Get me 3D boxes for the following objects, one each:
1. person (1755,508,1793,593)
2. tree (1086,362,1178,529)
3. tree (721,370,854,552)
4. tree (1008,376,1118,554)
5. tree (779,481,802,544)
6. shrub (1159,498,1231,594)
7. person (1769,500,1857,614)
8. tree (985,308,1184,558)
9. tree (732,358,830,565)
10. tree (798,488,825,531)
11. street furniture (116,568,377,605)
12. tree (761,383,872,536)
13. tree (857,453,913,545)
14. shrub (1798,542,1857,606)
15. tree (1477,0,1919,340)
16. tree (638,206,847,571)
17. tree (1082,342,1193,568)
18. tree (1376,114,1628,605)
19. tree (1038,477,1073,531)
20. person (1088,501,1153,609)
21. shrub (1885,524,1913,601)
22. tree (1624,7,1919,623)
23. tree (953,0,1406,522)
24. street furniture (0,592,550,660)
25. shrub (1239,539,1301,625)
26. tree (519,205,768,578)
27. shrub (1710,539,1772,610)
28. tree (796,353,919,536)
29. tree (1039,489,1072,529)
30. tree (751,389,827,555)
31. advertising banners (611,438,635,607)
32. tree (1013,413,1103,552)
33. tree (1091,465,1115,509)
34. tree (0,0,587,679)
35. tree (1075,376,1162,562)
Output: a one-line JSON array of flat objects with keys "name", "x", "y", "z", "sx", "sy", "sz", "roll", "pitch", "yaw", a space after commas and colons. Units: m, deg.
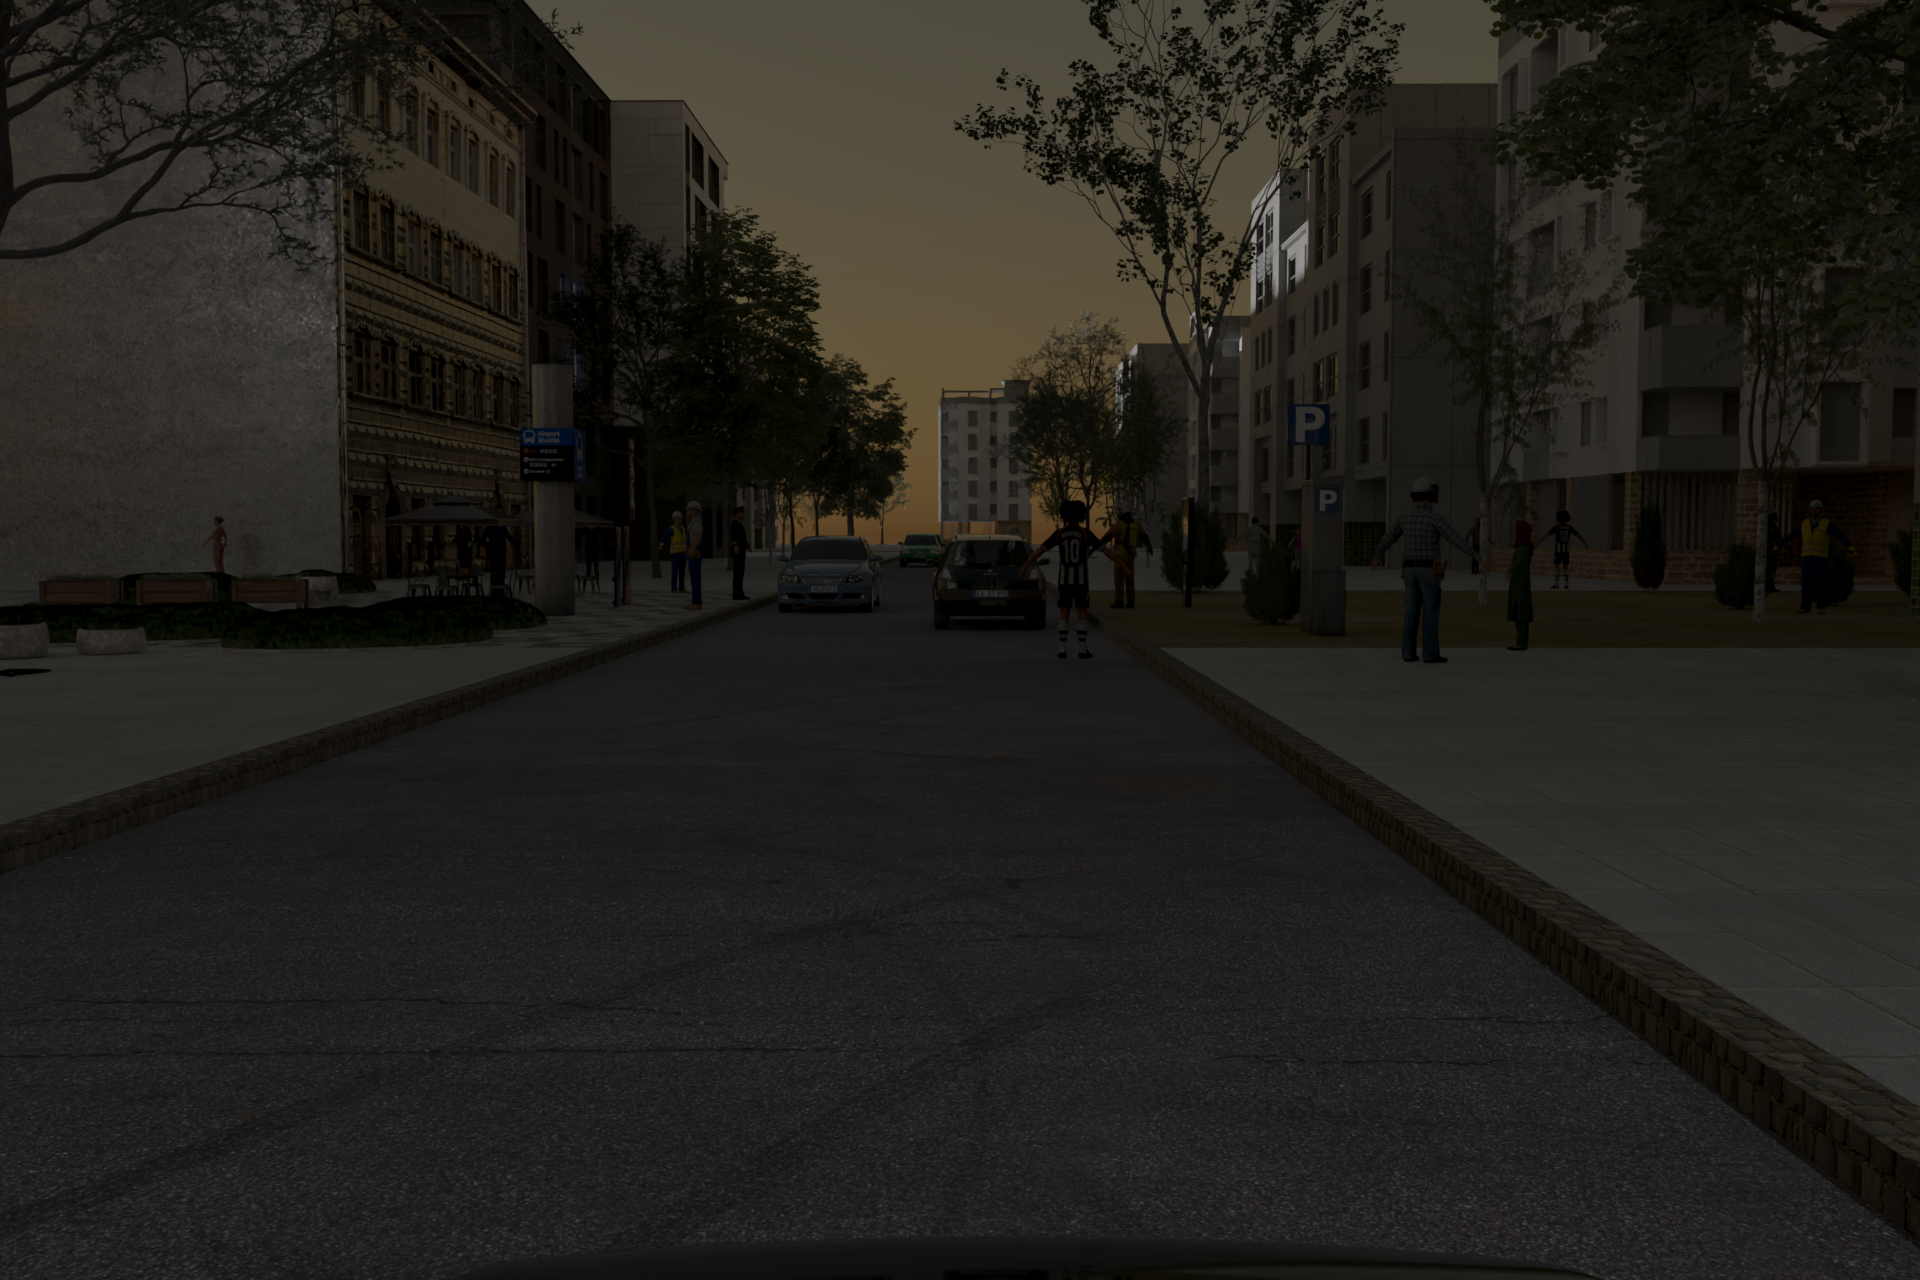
[{"name": "person", "x": 17.838, "y": -1.976, "z": 38.091, "sx": 1.354, "sy": 1.856, "sz": 0.705, "roll": -2, "pitch": 4, "yaw": -35}, {"name": "tree", "x": 7.414, "y": -7.597, "z": 74.570, "sx": 4.737, "sy": 8.622, "sz": 4.395, "roll": 0, "pitch": 3, "yaw": 0}, {"name": "tree", "x": -8.929, "y": -9.491, "z": 89.585, "sx": 7.601, "sy": 10.594, "sz": 8.767, "roll": 0, "pitch": 4, "yaw": 0}, {"name": "tree", "x": 6.749, "y": -11.456, "z": 113.057, "sx": 9.928, "sy": 11.665, "sz": 9.643, "roll": 0, "pitch": 3, "yaw": 0}, {"name": "tree", "x": -21.316, "y": -16.167, "z": 214.697, "sx": 4.737, "sy": 8.622, "sz": 4.395, "roll": 0, "pitch": 3, "yaw": 0}, {"name": "shrub", "x": 5.079, "y": -2.042, "z": 37.426, "sx": 1.661, "sy": 2.075, "sz": 1.752, "roll": 0, "pitch": 3, "yaw": 0}, {"name": "person", "x": 13.784, "y": -1.345, "z": 27.952, "sx": 0.705, "sy": 1.833, "sz": 1.349, "roll": -3, "pitch": 5, "yaw": -44}, {"name": "tree", "x": 6.966, "y": -11.197, "z": 93.442, "sx": 12.009, "sy": 13.543, "sz": 11.850, "roll": 0, "pitch": 3, "yaw": 0}, {"name": "tree", "x": -8.068, "y": -7.466, "z": 72.425, "sx": 4.360, "sy": 8.622, "sz": 3.978, "roll": 0, "pitch": 3, "yaw": 0}, {"name": "tree", "x": -17.220, "y": -15.890, "z": 210.165, "sx": 4.360, "sy": 8.622, "sz": 3.978, "roll": 0, "pitch": 3, "yaw": 0}, {"name": "street furniture", "x": -14.826, "y": -1.175, "z": 34.832, "sx": 5.734, "sy": 0.657, "sz": 10.072, "roll": -1, "pitch": 4, "yaw": -16}, {"name": "tree", "x": -8.839, "y": -10.356, "z": 103.729, "sx": 7.601, "sy": 10.594, "sz": 8.767, "roll": -3, "pitch": 5, "yaw": -43}, {"name": "tree", "x": -9.694, "y": -17.527, "z": 212.313, "sx": 9.928, "sy": 11.665, "sz": 9.643, "roll": 0, "pitch": 3, "yaw": 0}, {"name": "shrub", "x": 15.480, "y": -1.210, "z": 30.905, "sx": 1.383, "sy": 1.207, "sz": 1.383, "roll": 0, "pitch": 3, "yaw": 0}, {"name": "tree", "x": 7.352, "y": -5.731, "z": 11.835, "sx": 7.486, "sy": 12.596, "sz": 7.792, "roll": 0, "pitch": 3, "yaw": 0}, {"name": "tree", "x": -7.614, "y": -8.710, "z": 60.529, "sx": 7.486, "sy": 12.596, "sz": 7.792, "roll": 0, "pitch": 3, "yaw": 0}, {"name": "tree", "x": 7.338, "y": -7.067, "z": 65.910, "sx": 4.360, "sy": 8.622, "sz": 3.978, "roll": 0, "pitch": 3, "yaw": 0}, {"name": "tree", "x": 9.282, "y": -4.950, "z": 31.292, "sx": 4.360, "sy": 8.622, "sz": 3.978, "roll": 0, "pitch": 3, "yaw": 0}, {"name": "tree", "x": 11.659, "y": -15.910, "z": 210.488, "sx": 4.737, "sy": 8.622, "sz": 4.395, "roll": 0, "pitch": 3, "yaw": 0}, {"name": "person", "x": 2.829, "y": -1.479, "z": 29.944, "sx": 1.354, "sy": 1.858, "sz": 0.705, "roll": -2, "pitch": 4, "yaw": -30}, {"name": "shrub", "x": 17.948, "y": -1.695, "z": 31.755, "sx": 1.661, "sy": 2.075, "sz": 1.752, "roll": 0, "pitch": 3, "yaw": 0}, {"name": "tree", "x": 11.305, "y": -4.552, "z": 24.795, "sx": 4.360, "sy": 8.622, "sz": 3.978, "roll": 0, "pitch": 3, "yaw": 0}, {"name": "tree", "x": 5.986, "y": -12.030, "z": 52.575, "sx": 12.611, "sy": 20.169, "sz": 13.585, "roll": 0, "pitch": 3, "yaw": 0}, {"name": "street furniture", "x": -9.431, "y": -0.294, "z": 20.434, "sx": 10.072, "sy": 0.657, "sz": 5.734, "roll": -2, "pitch": 4, "yaw": -32}, {"name": "shrub", "x": 4.429, "y": -0.820, "z": 24.520, "sx": 1.383, "sy": 1.207, "sz": 1.383, "roll": 0, "pitch": 3, "yaw": 0}, {"name": "tree", "x": -9.161, "y": -7.073, "z": 50.052, "sx": 7.601, "sy": 10.594, "sz": 8.767, "roll": -1, "pitch": 4, "yaw": -11}, {"name": "shrub", "x": 13.255, "y": -1.119, "z": 29.411, "sx": 1.383, "sy": 1.207, "sz": 1.383, "roll": 0, "pitch": 3, "yaw": 0}, {"name": "tree", "x": -7.646, "y": -13.120, "z": 121.170, "sx": 9.857, "sy": 13.997, "sz": 8.962, "roll": 0, "pitch": 3, "yaw": 0}, {"name": "tree", "x": 11.997, "y": -16.288, "z": 216.677, "sx": 4.737, "sy": 8.622, "sz": 4.395, "roll": 0, "pitch": 3, "yaw": 0}, {"name": "tree", "x": -8.386, "y": -8.022, "z": 81.517, "sx": 4.360, "sy": 8.622, "sz": 3.978, "roll": 0, "pitch": 3, "yaw": 0}, {"name": "advertising banners", "x": -6.040, "y": -2.142, "z": 31.209, "sx": 0.090, "sy": 3.025, "sz": 2.074, "roll": 0, "pitch": 3, "yaw": 0}, {"name": "tree", "x": 7.477, "y": -12.084, "z": 123.326, "sx": 9.928, "sy": 11.665, "sz": 9.643, "roll": 0, "pitch": 3, "yaw": 0}, {"name": "tree", "x": 20.148, "y": -17.785, "z": 216.536, "sx": 9.928, "sy": 11.665, "sz": 9.643, "roll": 0, "pitch": 3, "yaw": 0}, {"name": "tree", "x": -9.001, "y": -6.411, "z": 15.198, "sx": 12.009, "sy": 13.543, "sz": 11.850, "roll": 0, "pitch": 3, "yaw": 0}, {"name": "tree", "x": 6.947, "y": -7.947, "z": 80.300, "sx": 4.360, "sy": 8.622, "sz": 3.978, "roll": 0, "pitch": 3, "yaw": 0}]
